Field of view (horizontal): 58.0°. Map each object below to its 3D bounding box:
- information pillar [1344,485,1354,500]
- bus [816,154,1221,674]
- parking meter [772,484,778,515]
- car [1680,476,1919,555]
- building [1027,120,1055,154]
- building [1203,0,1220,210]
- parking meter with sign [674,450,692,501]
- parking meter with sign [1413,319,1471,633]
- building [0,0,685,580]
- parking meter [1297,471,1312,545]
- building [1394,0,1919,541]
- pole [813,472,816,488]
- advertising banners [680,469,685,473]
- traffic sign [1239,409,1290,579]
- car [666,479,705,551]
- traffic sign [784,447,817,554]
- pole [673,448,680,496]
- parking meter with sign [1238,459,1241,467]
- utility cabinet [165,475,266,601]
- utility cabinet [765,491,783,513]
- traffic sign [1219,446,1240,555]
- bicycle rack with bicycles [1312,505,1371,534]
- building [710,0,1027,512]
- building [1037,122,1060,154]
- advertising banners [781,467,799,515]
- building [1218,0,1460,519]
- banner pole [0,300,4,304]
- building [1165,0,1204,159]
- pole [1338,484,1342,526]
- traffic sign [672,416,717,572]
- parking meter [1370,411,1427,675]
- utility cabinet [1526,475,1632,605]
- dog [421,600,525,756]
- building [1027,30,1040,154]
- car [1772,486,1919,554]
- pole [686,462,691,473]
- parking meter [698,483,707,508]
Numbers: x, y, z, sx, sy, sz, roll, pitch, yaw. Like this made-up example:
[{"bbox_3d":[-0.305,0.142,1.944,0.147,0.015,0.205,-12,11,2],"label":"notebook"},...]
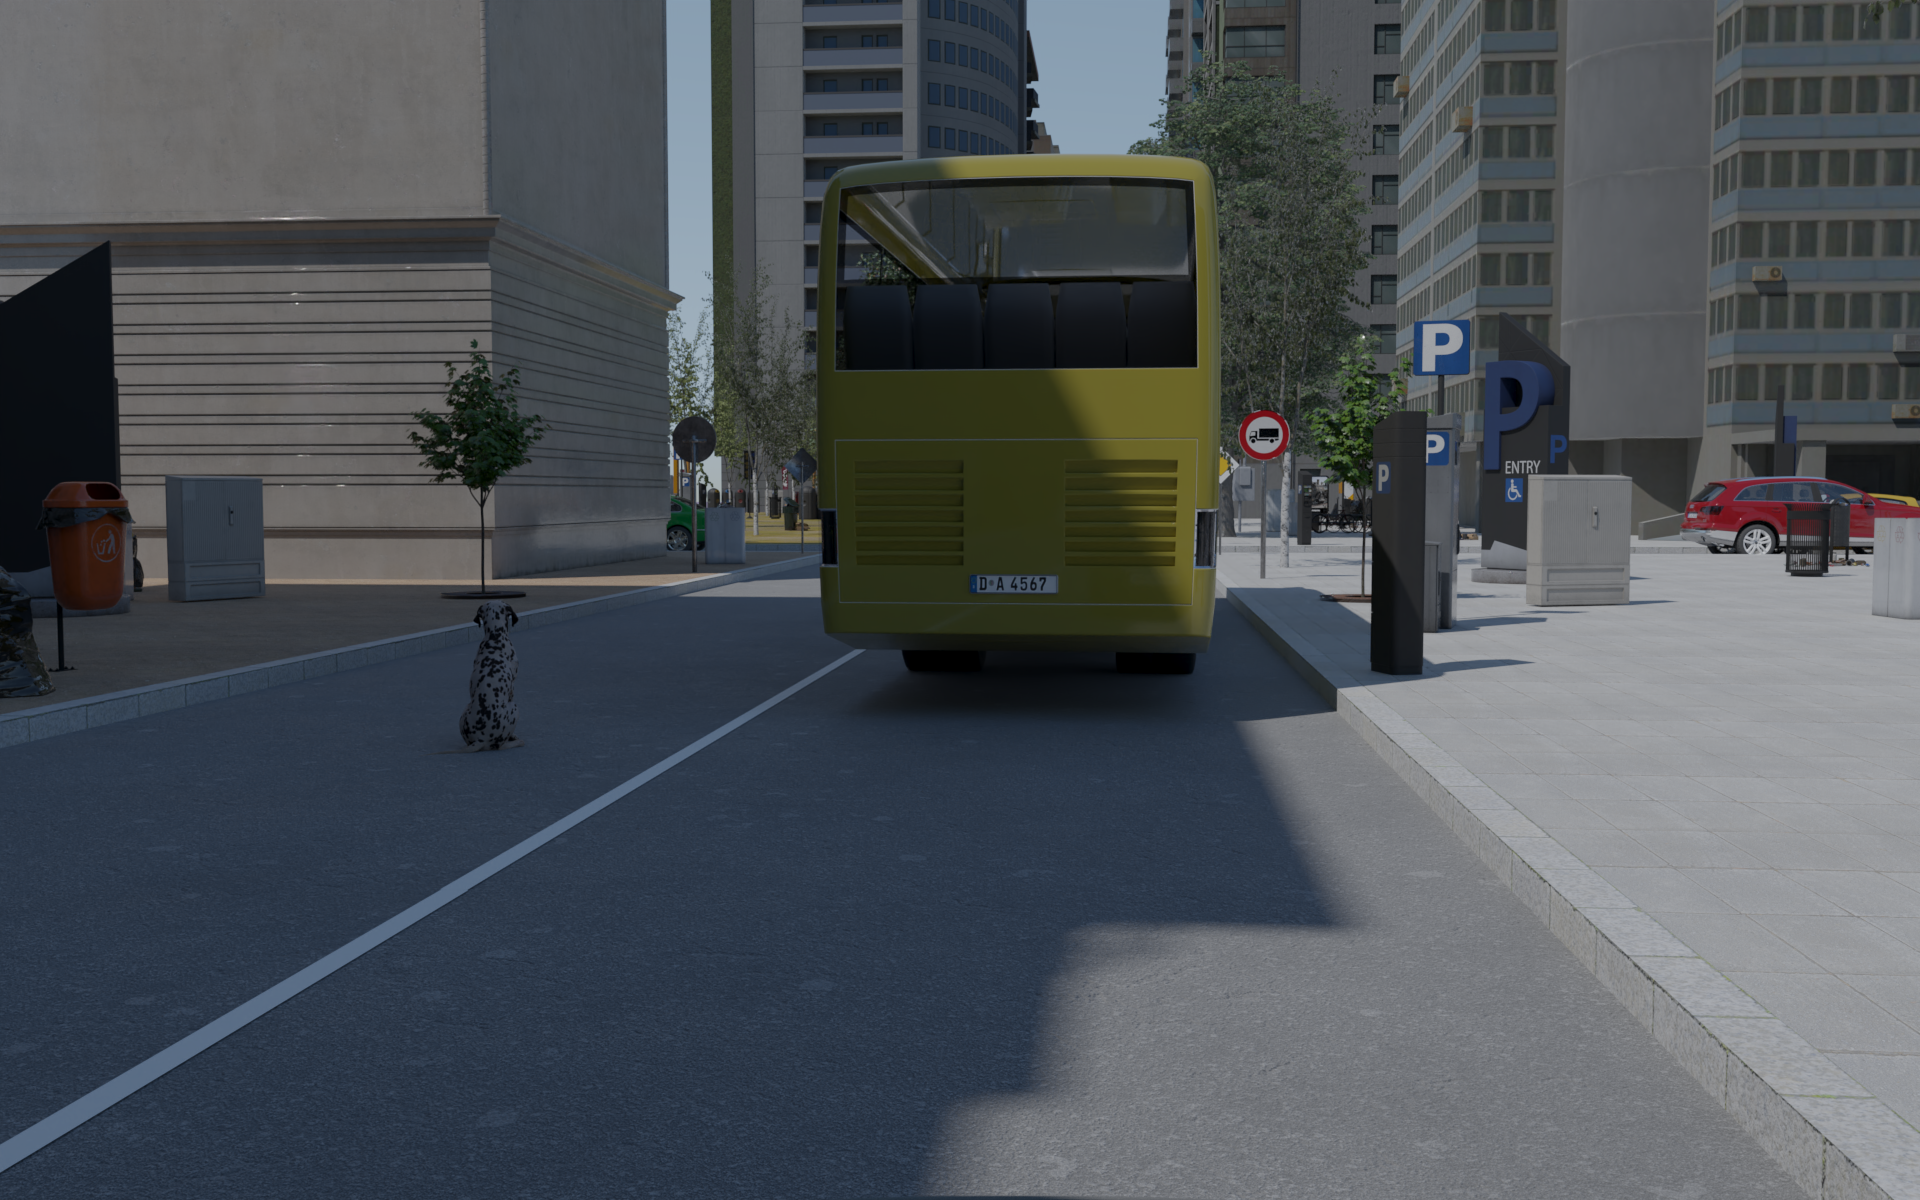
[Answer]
[{"bbox_3d":[19.214,-5.761,85.553,0.504,3.616,0.183,3,5,39],"label":"information pillar"},{"bbox_3d":[1.067,-1.541,16.734,2.896,3.916,12.252,0,4,7],"label":"bus"},{"bbox_3d":[-11.213,-6.073,105.006,0.255,1.863,0.399,-2,4,-31],"label":"parking meter"},{"bbox_3d":[18.671,-1.794,38.002,5.304,1.827,2.281,0,4,4],"label":"car"},{"bbox_3d":[4.446,-34.356,211.831,14.600,45.320,14.200,0,4,5],"label":"building"},{"bbox_3d":[26.383,-42.130,127.076,20.563,71.187,20.611,0,4,5],"label":"building"},{"bbox_3d":[-9.616,-3.981,61.344,0.543,3.016,1.738,0,4,7],"label":"parking meter with sign"},{"bbox_3d":[4.549,-1.250,16.694,0.543,3.016,1.738,1,4,20],"label":"parking meter with sign"},{"bbox_3d":[-16.212,-11.919,31.032,21.152,22.565,11.583,0,4,5],"label":"building"},{"bbox_3d":[8.648,-2.308,43.452,0.255,1.863,0.399,-1,4,-11],"label":"parking meter"},{"bbox_3d":[28.660,-22.521,60.106,23.993,40.220,32.217,0,4,5],"label":"building"},{"bbox_3d":[-9.097,-6.993,108.179,0.158,3.312,0.155,0,3,0],"label":"pole"},{"bbox_3d":[-20.155,-7.668,121.563,2.074,3.025,0.090,0,4,3],"label":"advertising banners"},{"bbox_3d":[4.595,-1.596,26.194,0.768,2.556,0.104,1,4,14],"label":"traffic sign"},{"bbox_3d":[-8.001,-2.047,42.259,4.718,1.807,1.959,0,4,5],"label":"car"},{"bbox_3d":[-3.387,-2.054,37.224,0.795,2.450,0.064,0,4,5],"label":"traffic sign"},{"bbox_3d":[-10.160,-4.171,62.041,0.158,3.312,0.155,0,3,0],"label":"pole"},{"bbox_3d":[12.982,-5.471,85.714,1.738,3.016,0.543,1,4,16],"label":"parking meter with sign"},{"bbox_3d":[-8.989,-0.751,20.958,0.318,1.500,1.173,2,4,27],"label":"utility cabinet"},{"bbox_3d":[-12.231,-6.436,113.912,1.173,1.500,0.318,0,4,-5],"label":"utility cabinet"},{"bbox_3d":[5.465,-2.001,36.364,0.795,2.450,0.064,0,4,5],"label":"traffic sign"},{"bbox_3d":[12.717,-2.692,57.404,2.925,0.926,2.852,0,4,-6],"label":"bicycle rack with bicycles"},{"bbox_3d":[-6.116,-36.221,134.211,21.231,58.520,28.212,0,4,5],"label":"building"},{"bbox_3d":[2.769,-37.082,229.987,21.300,48.544,21.600,0,4,5],"label":"building"},{"bbox_3d":[-10.192,-6.801,107.377,2.074,3.025,0.090,2,4,24],"label":"advertising banners"},{"bbox_3d":[21.159,-19.798,95.402,14.160,30.474,14.107,0,4,5],"label":"building"},{"bbox_3d":[-12.486,-1.972,22.258,0.401,3.779,0.863,2,4,26],"label":"banner pole"},{"bbox_3d":[29.375,-32.628,153.068,23.786,49.044,30.456,0,4,5],"label":"building"},{"bbox_3d":[15.221,-4.603,69.094,0.158,3.312,0.155,0,3,0],"label":"pole"},{"bbox_3d":[-4.350,-1.725,28.315,0.768,2.556,0.104,1,4,12],"label":"traffic sign"},{"bbox_3d":[3.137,-0.410,12.408,0.255,1.863,0.399,-1,4,-12],"label":"parking meter"},{"bbox_3d":[7.107,-0.684,19.867,1.173,1.500,0.318,-1,4,-16],"label":"utility cabinet"},{"bbox_3d":[-2.751,0.432,9.773,0.513,0.831,0.800,2,4,35],"label":"dog"},{"bbox_3d":[-3.956,-31.098,163.081,22.147,44.769,28.867,0,4,5],"label":"building"},{"bbox_3d":[20.351,-1.828,40.108,3.980,1.641,2.015,0,4,7],"label":"car"},{"bbox_3d":[-11.265,-4.766,71.763,0.158,3.312,0.155,0,3,0],"label":"pole"},{"bbox_3d":[-13.485,-5.203,90.786,0.255,1.863,0.399,3,5,41],"label":"parking meter"}]
